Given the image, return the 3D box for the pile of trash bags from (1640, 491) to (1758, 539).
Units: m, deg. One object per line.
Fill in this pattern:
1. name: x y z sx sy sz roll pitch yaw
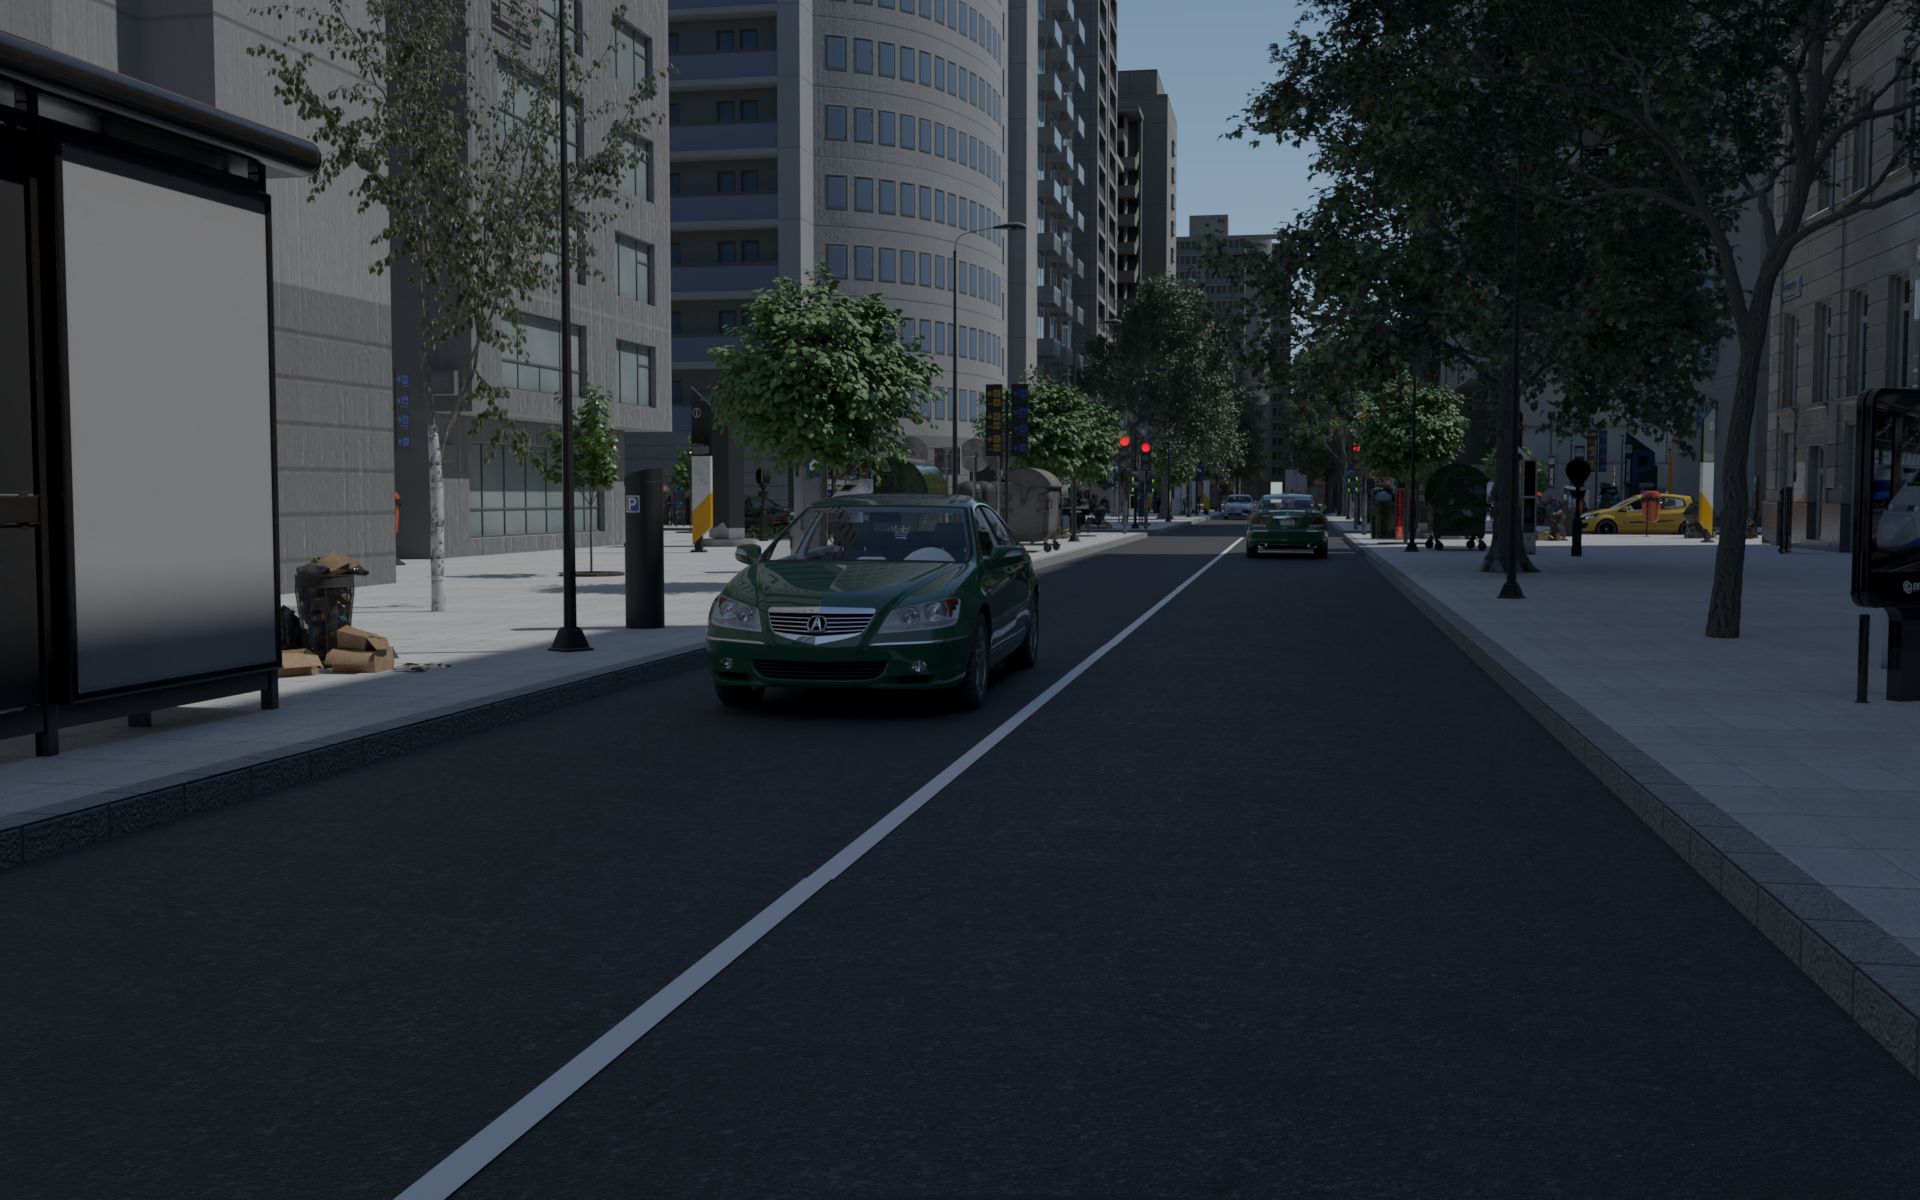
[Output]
1. pile of trash bags: 21.651 -2.512 50.830 1.912 1.369 3.447 -3 5 -44

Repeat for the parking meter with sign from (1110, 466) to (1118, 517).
1. parking meter with sign: 8.761 -6.219 97.940 0.543 3.016 1.738 1 4 9

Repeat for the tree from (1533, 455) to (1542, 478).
1. tree: 31.543 -7.059 99.120 4.285 4.588 4.351 0 3 0

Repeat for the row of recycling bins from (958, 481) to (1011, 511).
1. row of recycling bins: 0.895 -2.947 55.292 1.069 1.692 3.534 2 4 26

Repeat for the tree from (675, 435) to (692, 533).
1. tree: -9.002 -3.817 57.008 1.663 3.219 1.824 0 3 0

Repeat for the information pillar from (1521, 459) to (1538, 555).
1. information pillar: 12.076 -1.975 36.781 0.304 2.012 0.304 1 4 12

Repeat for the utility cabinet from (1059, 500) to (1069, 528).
1. utility cabinet: 3.734 -3.321 65.457 1.020 1.237 0.306 1 4 13

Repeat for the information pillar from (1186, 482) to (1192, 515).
1. information pillar: 13.809 -6.120 104.555 0.304 2.012 0.304 1 4 23

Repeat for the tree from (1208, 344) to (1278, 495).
1. tree: 33.501 -21.931 214.466 12.611 20.169 13.585 0 3 0

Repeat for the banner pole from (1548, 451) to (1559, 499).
1. banner pole: 34.289 -6.729 100.031 0.401 3.779 0.863 -2 4 -34

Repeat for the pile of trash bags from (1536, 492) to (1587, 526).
1. pile of trash bags: 24.036 -3.621 68.948 1.912 1.369 3.447 0 4 -2

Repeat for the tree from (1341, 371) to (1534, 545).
1. tree: 11.403 -3.714 44.430 4.285 4.588 4.351 0 3 0

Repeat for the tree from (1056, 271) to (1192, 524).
1. tree: 7.225 -8.467 72.842 7.601 10.594 8.767 3 5 40

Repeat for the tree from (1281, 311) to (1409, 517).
1. tree: 21.767 -10.533 97.971 9.928 11.665 9.643 0 3 0

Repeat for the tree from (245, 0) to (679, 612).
1. tree: -5.459 -4.176 18.638 4.360 8.622 3.978 0 3 0

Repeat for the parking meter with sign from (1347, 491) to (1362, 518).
1. parking meter with sign: 21.269 -5.867 92.189 1.738 3.016 0.543 -3 5 -42

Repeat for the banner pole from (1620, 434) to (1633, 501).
1. banner pole: 27.950 -5.060 72.742 0.863 3.779 0.401 -2 4 -27

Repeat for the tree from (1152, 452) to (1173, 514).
1. tree: 3.512 -4.206 52.475 4.285 4.588 4.351 0 3 0

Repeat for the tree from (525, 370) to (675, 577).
1. tree: -5.780 -2.001 27.315 1.663 3.219 1.824 0 3 0

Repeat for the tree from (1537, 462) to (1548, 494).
1. tree: 34.725 -6.683 103.868 1.663 3.219 1.824 0 3 0

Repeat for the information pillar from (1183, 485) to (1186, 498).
1. information pillar: 14.183 -7.170 108.580 0.504 3.616 0.183 3 4 37

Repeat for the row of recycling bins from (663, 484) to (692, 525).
1. row of recycling bins: -11.070 -3.928 71.330 3.534 1.692 1.069 1 4 18

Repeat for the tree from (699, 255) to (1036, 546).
1. tree: -1.867 -2.458 23.904 4.285 4.588 4.351 0 3 0

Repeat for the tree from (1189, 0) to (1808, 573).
1. tree: 8.937 -6.795 28.113 9.611 12.733 9.660 0 3 0

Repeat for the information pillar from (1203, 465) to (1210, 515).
1. information pillar: 15.082 -7.005 105.889 0.504 3.616 0.183 -3 5 -42

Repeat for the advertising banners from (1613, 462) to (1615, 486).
1. advertising banners: 36.374 -6.102 95.958 0.090 3.025 2.074 2 4 31

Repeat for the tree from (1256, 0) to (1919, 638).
1. tree: 6.743 -4.921 14.874 8.767 10.594 7.601 1 4 12

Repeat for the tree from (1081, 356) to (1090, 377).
1. tree: 10.349 -10.446 87.799 9.611 12.733 9.660 0 3 0

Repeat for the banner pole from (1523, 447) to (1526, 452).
1. banner pole: 30.069 -6.263 92.424 0.401 3.779 0.863 2 4 25

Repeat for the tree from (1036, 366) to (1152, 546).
1. tree: 1.900 -3.658 43.528 4.285 4.588 4.351 0 3 0

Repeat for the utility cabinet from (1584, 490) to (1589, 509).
1. utility cabinet: 36.674 -5.689 101.692 0.318 1.500 1.173 1 4 11

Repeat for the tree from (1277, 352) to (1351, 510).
1. tree: 30.389 -14.363 141.485 9.857 13.997 8.962 0 3 0

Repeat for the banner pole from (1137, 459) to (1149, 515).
1. banner pole: 11.447 -7.217 108.018 0.863 3.779 0.401 -2 4 -24

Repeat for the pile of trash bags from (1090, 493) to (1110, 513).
1. pile of trash bags: 9.439 -6.764 120.341 1.912 1.369 3.447 0 4 0

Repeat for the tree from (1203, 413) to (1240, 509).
1. tree: 20.219 -11.432 137.271 4.737 8.622 4.395 0 3 0

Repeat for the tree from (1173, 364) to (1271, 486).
1. tree: 23.186 -15.287 156.601 9.857 13.997 8.962 0 3 0

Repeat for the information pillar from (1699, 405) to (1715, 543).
1. information pillar: 19.694 -3.321 45.646 0.504 3.616 0.183 -2 4 -33

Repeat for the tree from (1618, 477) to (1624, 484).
1. tree: 40.837 -6.712 104.340 1.663 3.219 1.824 0 3 0

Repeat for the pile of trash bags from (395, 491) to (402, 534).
1. pile of trash bags: -18.058 -2.619 52.581 3.447 1.369 1.912 2 4 32

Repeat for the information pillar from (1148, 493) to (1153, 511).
1. information pillar: 14.027 -8.353 127.931 0.504 3.616 0.183 1 4 13

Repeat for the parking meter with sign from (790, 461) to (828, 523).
1. parking meter with sign: -2.445 -1.976 28.566 0.543 3.016 1.738 -1 4 -20

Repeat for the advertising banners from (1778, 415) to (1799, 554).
1. advertising banners: 18.114 -2.546 37.818 0.090 3.025 2.074 2 4 34

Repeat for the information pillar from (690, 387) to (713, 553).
1. information pillar: -5.665 -2.850 37.948 0.504 3.616 0.183 1 4 23

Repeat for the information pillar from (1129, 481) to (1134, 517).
1. information pillar: 9.585 -5.655 96.951 0.304 2.012 0.304 -1 4 -19

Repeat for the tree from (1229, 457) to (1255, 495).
1. tree: 32.013 -15.311 200.697 4.360 8.622 3.978 0 3 0

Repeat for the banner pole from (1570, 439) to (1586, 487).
1. banner pole: 27.967 -5.423 78.687 0.863 3.779 0.401 3 5 42

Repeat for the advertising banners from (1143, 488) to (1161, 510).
1. advertising banners: 15.344 -8.626 137.229 2.074 3.025 0.090 -1 4 -23

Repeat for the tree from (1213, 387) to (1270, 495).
1. tree: 28.685 -16.108 181.496 7.486 12.596 7.792 0 3 0

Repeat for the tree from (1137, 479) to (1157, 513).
1. tree: 12.459 -7.531 117.738 1.663 3.219 1.824 0 3 0

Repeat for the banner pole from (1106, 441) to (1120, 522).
1. banner pole: 7.032 -5.440 78.958 0.863 3.779 0.401 2 4 24

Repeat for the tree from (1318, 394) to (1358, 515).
1. tree: 23.880 -9.550 106.497 4.360 8.622 3.978 0 3 0

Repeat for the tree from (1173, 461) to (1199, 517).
1. tree: 12.072 -7.084 99.536 4.285 4.588 4.351 0 3 0

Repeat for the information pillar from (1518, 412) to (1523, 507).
1. information pillar: 13.333 -3.083 41.765 0.504 3.616 0.183 -2 4 -27
